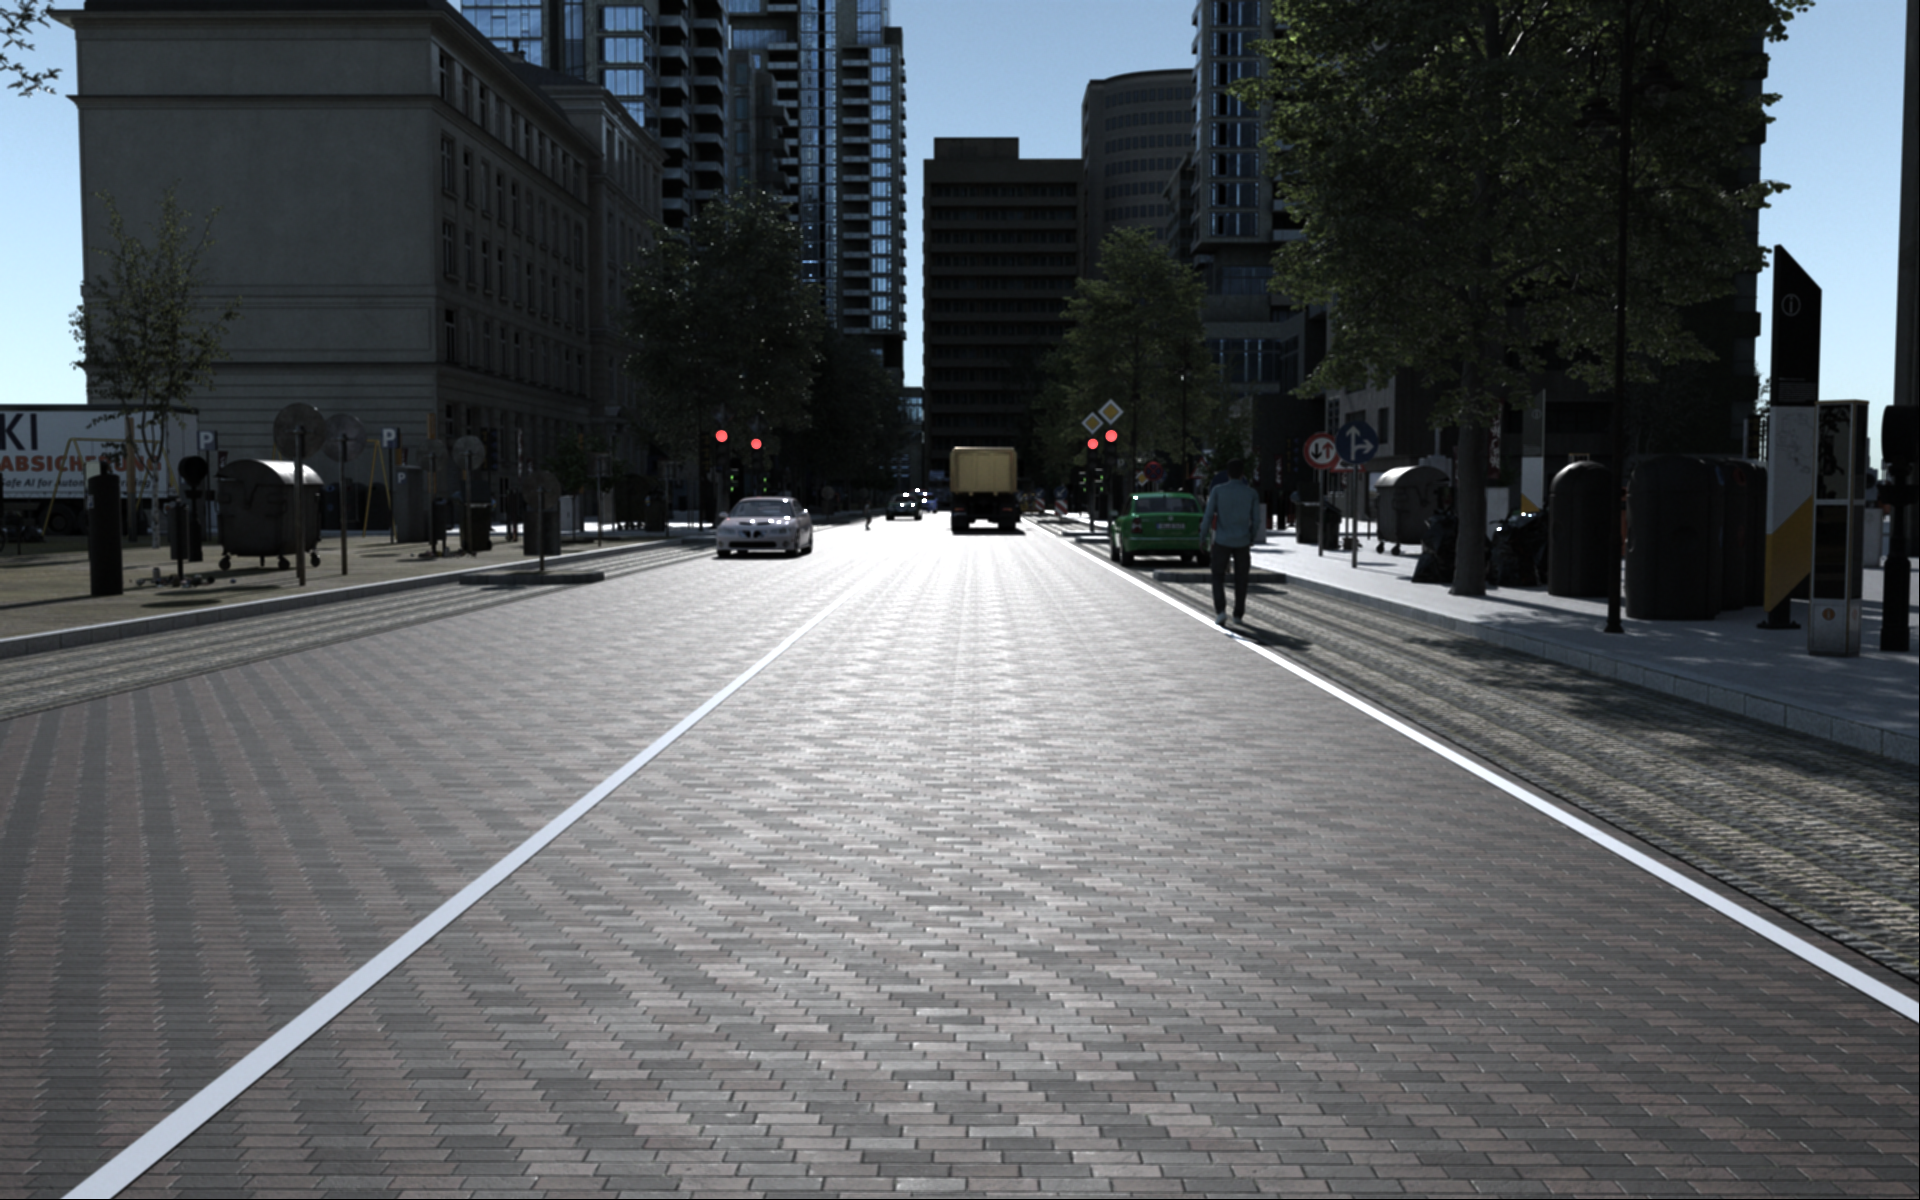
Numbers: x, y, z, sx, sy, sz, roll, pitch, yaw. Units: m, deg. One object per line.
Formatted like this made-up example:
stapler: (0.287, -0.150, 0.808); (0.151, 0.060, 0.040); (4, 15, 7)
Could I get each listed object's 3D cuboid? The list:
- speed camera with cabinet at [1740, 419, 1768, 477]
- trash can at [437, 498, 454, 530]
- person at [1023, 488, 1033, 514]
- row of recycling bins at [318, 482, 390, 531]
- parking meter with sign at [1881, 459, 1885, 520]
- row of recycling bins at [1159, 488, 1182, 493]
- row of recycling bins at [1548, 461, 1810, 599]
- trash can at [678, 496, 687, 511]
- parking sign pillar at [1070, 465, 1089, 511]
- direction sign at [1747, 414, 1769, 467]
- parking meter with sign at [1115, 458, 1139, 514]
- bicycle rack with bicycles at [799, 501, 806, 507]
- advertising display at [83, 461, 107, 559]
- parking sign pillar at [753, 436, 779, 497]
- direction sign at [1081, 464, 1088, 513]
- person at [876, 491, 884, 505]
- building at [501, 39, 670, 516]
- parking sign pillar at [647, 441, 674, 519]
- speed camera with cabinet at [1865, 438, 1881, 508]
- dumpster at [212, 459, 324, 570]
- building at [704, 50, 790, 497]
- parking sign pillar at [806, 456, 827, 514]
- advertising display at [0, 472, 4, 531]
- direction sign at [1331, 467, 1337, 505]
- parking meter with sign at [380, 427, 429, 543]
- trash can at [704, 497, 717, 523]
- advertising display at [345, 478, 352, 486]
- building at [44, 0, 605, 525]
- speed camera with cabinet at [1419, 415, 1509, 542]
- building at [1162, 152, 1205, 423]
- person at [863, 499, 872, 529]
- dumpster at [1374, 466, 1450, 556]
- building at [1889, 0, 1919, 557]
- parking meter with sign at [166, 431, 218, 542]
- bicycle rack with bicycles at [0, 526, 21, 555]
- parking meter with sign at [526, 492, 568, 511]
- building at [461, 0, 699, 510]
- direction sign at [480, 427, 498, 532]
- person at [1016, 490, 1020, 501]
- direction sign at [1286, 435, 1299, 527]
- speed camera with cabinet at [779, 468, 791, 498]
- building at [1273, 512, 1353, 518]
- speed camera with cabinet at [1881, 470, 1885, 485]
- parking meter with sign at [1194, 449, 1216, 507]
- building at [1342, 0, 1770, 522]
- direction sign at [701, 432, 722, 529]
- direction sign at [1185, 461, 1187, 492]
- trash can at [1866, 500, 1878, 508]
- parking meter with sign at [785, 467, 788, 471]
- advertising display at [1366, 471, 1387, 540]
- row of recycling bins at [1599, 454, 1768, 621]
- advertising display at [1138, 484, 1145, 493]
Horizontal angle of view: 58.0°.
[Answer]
speed camera with cabinet: (20.330, -3.103, 45.071); (2.038, 3.252, 0.660); (-3, 5, -44)
trash can: (-18.282, -3.047, 61.479); (0.748, 1.137, 0.748); (0, 3, 0)
person: (4.594, -6.514, 115.092); (0.778, 1.811, 0.616); (1, 4, 10)
row of recycling bins: (-21.815, -3.328, 61.520); (3.534, 1.692, 1.069); (1, 4, 18)
parking meter with sign: (46.394, -5.457, 85.481); (1.738, 3.016, 0.543); (-1, 4, -12)
row of recycling bins: (14.990, -7.333, 127.007); (3.534, 1.692, 1.069); (2, 4, 25)
row of recycling bins: (9.207, -0.885, 21.581); (3.534, 1.692, 1.069); (0, 4, 8)
trash can: (-20.601, -7.155, 128.645); (0.748, 1.137, 0.748); (0, 3, 0)
parking sign pillar: (8.978, -8.694, 130.621); (1.447, 3.967, 1.447); (2, 4, 24)
direction sign: (22.844, -3.507, 49.330); (0.876, 3.537, 0.379); (0, 4, 4)
parking meter with sign: (8.206, -5.316, 83.177); (0.543, 3.016, 1.738); (-2, 4, -33)
bicycle rack with bicycles: (-12.371, -7.219, 131.413); (2.925, 0.926, 2.852); (-3, 5, -44)
advertising display: (-16.815, -1.743, 33.718); (0.123, 1.923, 0.974); (-3, 5, -44)
parking sign pillar: (-8.993, -5.482, 78.096); (1.447, 3.967, 1.447); (0, 4, 7)
direction sign: (8.780, -7.816, 119.781); (0.876, 3.537, 0.379); (2, 4, 32)
person: (-9.787, -12.598, 214.553); (1.350, 1.814, 0.705); (1, 4, 15)
building: (-26.702, -19.816, 109.899); (13.634, 28.700, 20.117); (0, 4, 1)
parking sign pillar: (-15.242, -6.072, 87.745); (1.447, 3.967, 1.447); (2, 4, 29)
speed camera with cabinet: (31.140, -4.075, 60.963); (2.038, 3.252, 0.660); (2, 4, 27)
dumpster: (-11.893, -1.472, 29.827); (1.264, 1.857, 1.865); (0, 4, 1)
building: (-34.105, -34.741, 187.628); (30.456, 49.044, 23.786); (0, 4, 1)
parking sign pillar: (-9.196, -7.471, 110.621); (1.447, 3.967, 1.447); (1, 4, 22)
advertising display: (-28.285, -2.772, 50.538); (0.974, 1.923, 0.123); (2, 4, 26)
direction sign: (16.101, -5.050, 74.568); (0.379, 3.537, 0.876); (0, 4, -4)
parking meter with sign: (-14.629, -3.049, 46.114); (0.543, 3.016, 1.738); (1, 4, 19)
trash can: (-11.023, -4.014, 77.287); (0.748, 1.137, 0.748); (0, 3, 0)
advertising display: (-24.534, -3.927, 69.427); (0.123, 1.923, 0.974); (0, 4, -5)
building: (-28.584, -15.399, 85.050); (16.112, 22.955, 30.059); (0, 4, 1)
speed camera with cabinet: (12.178, -2.908, 41.876); (2.038, 3.252, 0.660); (0, 4, 2)
building: (35.266, -30.258, 186.604); (32.217, 40.220, 23.993); (0, 4, 1)
person: (-3.814, -3.483, 70.460); (0.382, 1.210, 0.505); (-2, 4, -29)
dumpster: (9.565, -1.886, 36.592); (1.264, 1.857, 1.865); (0, 4, 1)
building: (29.975, -24.493, 24.159); (21.300, 48.544, 21.600); (0, 4, 1)
parking meter with sign: (-20.748, -3.088, 46.743); (0.543, 3.016, 1.738); (0, 4, 8)
bicycle rack with bicycles: (-20.811, -1.344, 35.350); (2.852, 0.926, 2.925); (0, 4, 4)
parking meter with sign: (-16.413, -4.446, 68.954); (1.738, 3.016, 0.543); (1, 4, 10)
building: (-30.778, -51.133, 148.697); (22.319, 86.520, 31.000); (0, 4, 1)
direction sign: (-16.121, -4.118, 59.328); (0.379, 3.537, 0.876); (1, 4, 22)
person: (4.534, -7.639, 133.743); (0.624, 1.780, 0.694); (0, 4, 4)
direction sign: (12.870, -4.596, 67.149); (0.379, 3.537, 0.876); (-1, 4, -21)
speed camera with cabinet: (-13.032, -8.008, 125.260); (0.660, 3.252, 2.038); (2, 4, 32)
building: (29.986, -48.428, 104.461); (22.319, 86.520, 31.000); (0, 4, 1)
speed camera with cabinet: (60.378, -7.362, 114.706); (0.660, 3.252, 2.038); (-2, 4, -23)
parking meter with sign: (9.279, -4.300, 66.572); (0.543, 3.016, 1.738); (2, 4, 26)
building: (24.915, -18.564, 75.217); (14.107, 30.474, 14.160); (0, 4, 1)
direction sign: (-9.032, -4.363, 63.328); (0.876, 3.537, 0.379); (-1, 4, -15)
direction sign: (14.177, -7.145, 108.815); (0.379, 3.537, 0.876); (1, 4, 14)
trash can: (48.567, -4.928, 92.221); (0.748, 1.137, 0.748); (0, 3, 0)
parking meter with sign: (-10.927, -6.907, 109.196); (0.543, 3.016, 1.738); (1, 4, 8)
advertising display: (11.878, -2.645, 48.461); (0.974, 1.923, 0.123); (0, 4, 3)
row of recycling bins: (8.062, -0.725, 18.964); (1.069, 1.692, 3.534); (2, 4, 35)
advertising display: (9.403, -5.207, 90.341); (0.123, 1.923, 0.974); (-1, 4, -22)
